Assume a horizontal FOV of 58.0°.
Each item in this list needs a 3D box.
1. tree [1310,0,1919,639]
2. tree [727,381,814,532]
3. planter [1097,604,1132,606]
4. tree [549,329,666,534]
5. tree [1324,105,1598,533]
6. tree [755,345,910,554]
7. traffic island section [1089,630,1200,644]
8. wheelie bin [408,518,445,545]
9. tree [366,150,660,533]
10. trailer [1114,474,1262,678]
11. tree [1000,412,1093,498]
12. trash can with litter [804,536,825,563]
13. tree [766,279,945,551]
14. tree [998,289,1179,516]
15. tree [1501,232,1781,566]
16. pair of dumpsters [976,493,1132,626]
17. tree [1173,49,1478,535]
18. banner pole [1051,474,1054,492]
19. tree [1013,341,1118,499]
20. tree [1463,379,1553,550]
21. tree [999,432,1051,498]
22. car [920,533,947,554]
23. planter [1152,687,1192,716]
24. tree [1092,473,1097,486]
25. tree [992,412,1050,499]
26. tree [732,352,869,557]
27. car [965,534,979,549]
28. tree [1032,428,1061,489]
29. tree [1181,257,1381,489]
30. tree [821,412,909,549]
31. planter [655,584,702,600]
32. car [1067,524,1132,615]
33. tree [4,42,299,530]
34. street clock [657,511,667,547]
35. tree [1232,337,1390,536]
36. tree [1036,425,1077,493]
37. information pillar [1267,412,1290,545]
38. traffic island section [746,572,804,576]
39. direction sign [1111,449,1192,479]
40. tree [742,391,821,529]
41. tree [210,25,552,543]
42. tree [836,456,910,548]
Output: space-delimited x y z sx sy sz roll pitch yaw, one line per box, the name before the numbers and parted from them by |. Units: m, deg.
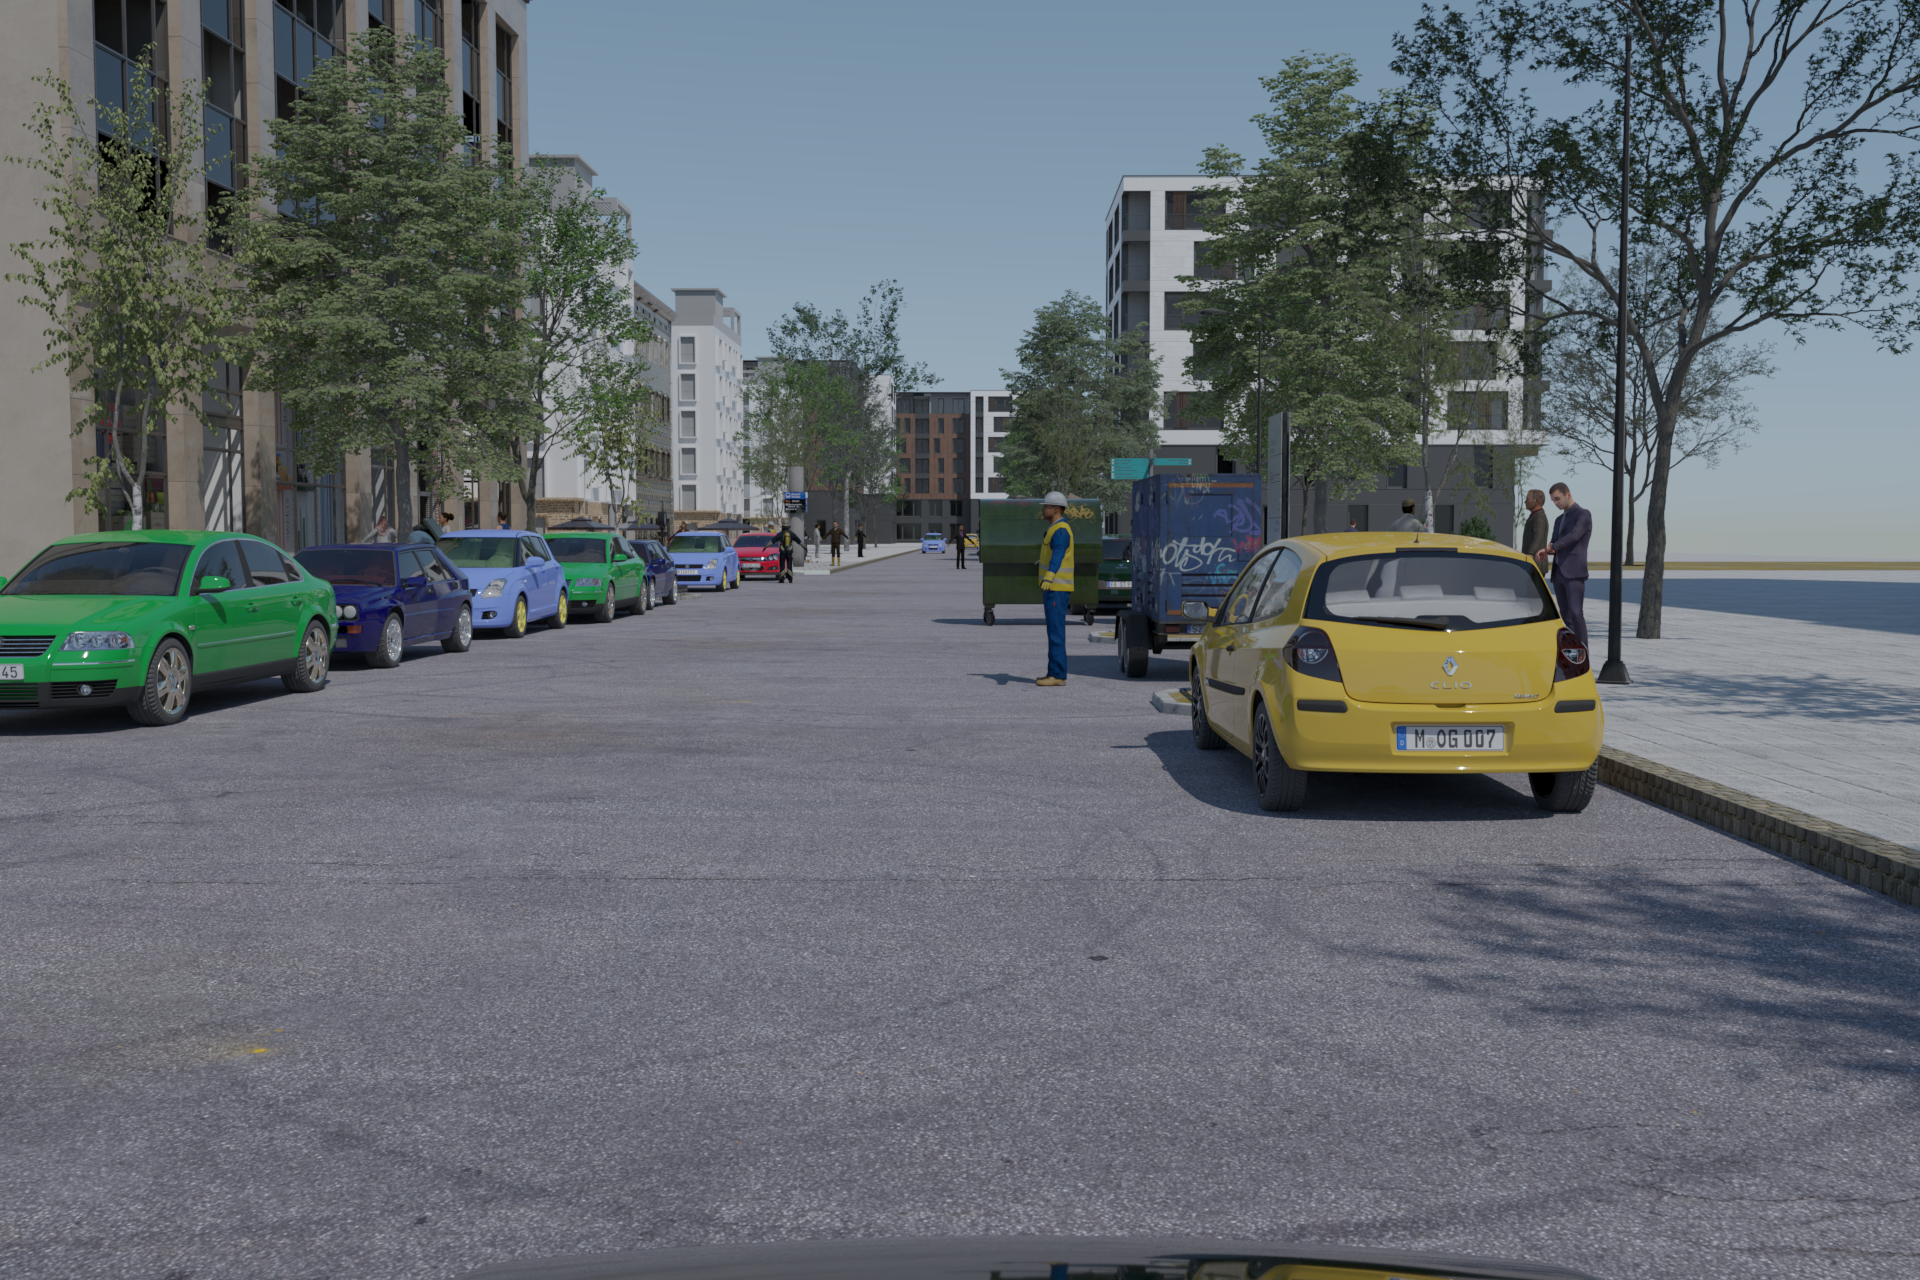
tree | 8.327 -5.273 20.625 8.767 10.594 7.601 1 4 18
tree | -8.555 -8.092 82.671 4.360 8.622 3.978 0 3 0
planter | 2.857 -0.871 35.376 1.991 0.319 1.994 0 4 1
tree | -12.138 -6.748 60.699 4.737 8.622 4.395 0 3 0
tree | 8.018 -4.882 30.191 4.360 8.622 3.978 0 3 0
tree | -8.075 -12.314 111.708 12.009 13.543 11.850 0 3 0
traffic island section | 2.743 -0.028 23.321 1.991 0.108 1.994 0 4 1
wheelie bin | -10.609 -1.634 34.628 0.693 1.594 0.980 0 4 0
tree | -12.177 -7.499 48.364 9.928 11.665 9.643 0 3 0
trailer | 2.366 -0.689 18.308 1.471 1.999 3.904 0 3 0
tree | 7.008 -12.935 137.237 9.928 11.665 9.643 0 3 0
trash can with litter | -6.861 -4.102 78.122 1.678 1.210 2.233 0 4 2
tree | -6.938 -16.602 127.337 12.611 20.169 13.585 0 3 0
tree | 6.552 -11.198 89.749 9.857 13.997 8.962 0 3 0
tree | 27.063 -9.717 69.250 12.009 13.543 11.850 0 3 0
pair of dumpsters | 2.476 -1.378 27.475 4.436 2.255 1.574 0 4 0
tree | 8.770 -7.549 41.554 7.486 12.596 7.792 0 3 0
banner pole | 3.815 -4.980 71.440 0.401 3.779 0.863 0 4 0
tree | 3.724 -7.131 66.953 4.360 8.622 3.978 0 3 0
tree | 26.153 -7.966 80.609 4.360 8.622 3.978 0 3 0
tree | 7.220 -13.673 149.316 9.928 11.665 9.643 0 3 0
car | -1.934 -7.226 127.741 1.945 1.707 3.694 0 4 1
planter | 2.618 0.417 14.321 1.991 0.319 1.994 0 4 1
tree | 22.089 -21.317 255.179 9.857 13.997 8.962 0 3 0
tree | 7.729 -15.750 164.174 9.857 13.997 8.962 0 3 0
tree | -9.002 -10.539 98.075 9.928 11.665 9.643 0 3 0
car | 0.985 -9.248 161.432 2.015 1.641 3.980 0 4 0
tree | 6.748 -10.126 115.917 4.737 8.622 4.395 0 3 0
tree | 12.115 -8.500 64.731 9.928 11.665 9.643 0 3 0
tree | -8.156 -13.469 145.979 9.928 11.665 9.643 0 3 0
planter | -6.781 -1.053 38.351 1.991 0.319 1.994 0 4 1
car | 2.813 -1.364 32.081 2.009 1.686 4.222 0 3 0
tree | -12.711 -4.679 26.870 4.737 8.622 4.395 0 3 0
street clock | -9.517 -3.108 55.384 0.358 2.002 0.471 0 4 1
tree | 15.203 -8.594 74.929 7.601 10.594 8.767 -1 4 -12
tree | 6.605 -9.643 108.026 4.737 8.622 4.395 0 3 0
information pillar | 6.277 -2.621 34.166 0.184 3.620 1.656 0 4 1
traffic island section | -6.475 -2.298 60.438 1.991 0.108 1.994 0 4 1
direction sign | 5.998 -3.981 53.858 2.525 3.948 1.411 0 4 0
tree | -8.712 -8.470 88.847 4.360 8.622 3.978 0 3 0
tree | -13.243 -7.431 39.630 7.486 12.596 7.792 0 3 0
tree | -8.224 -13.928 162.134 7.601 10.594 8.767 0 4 -2
